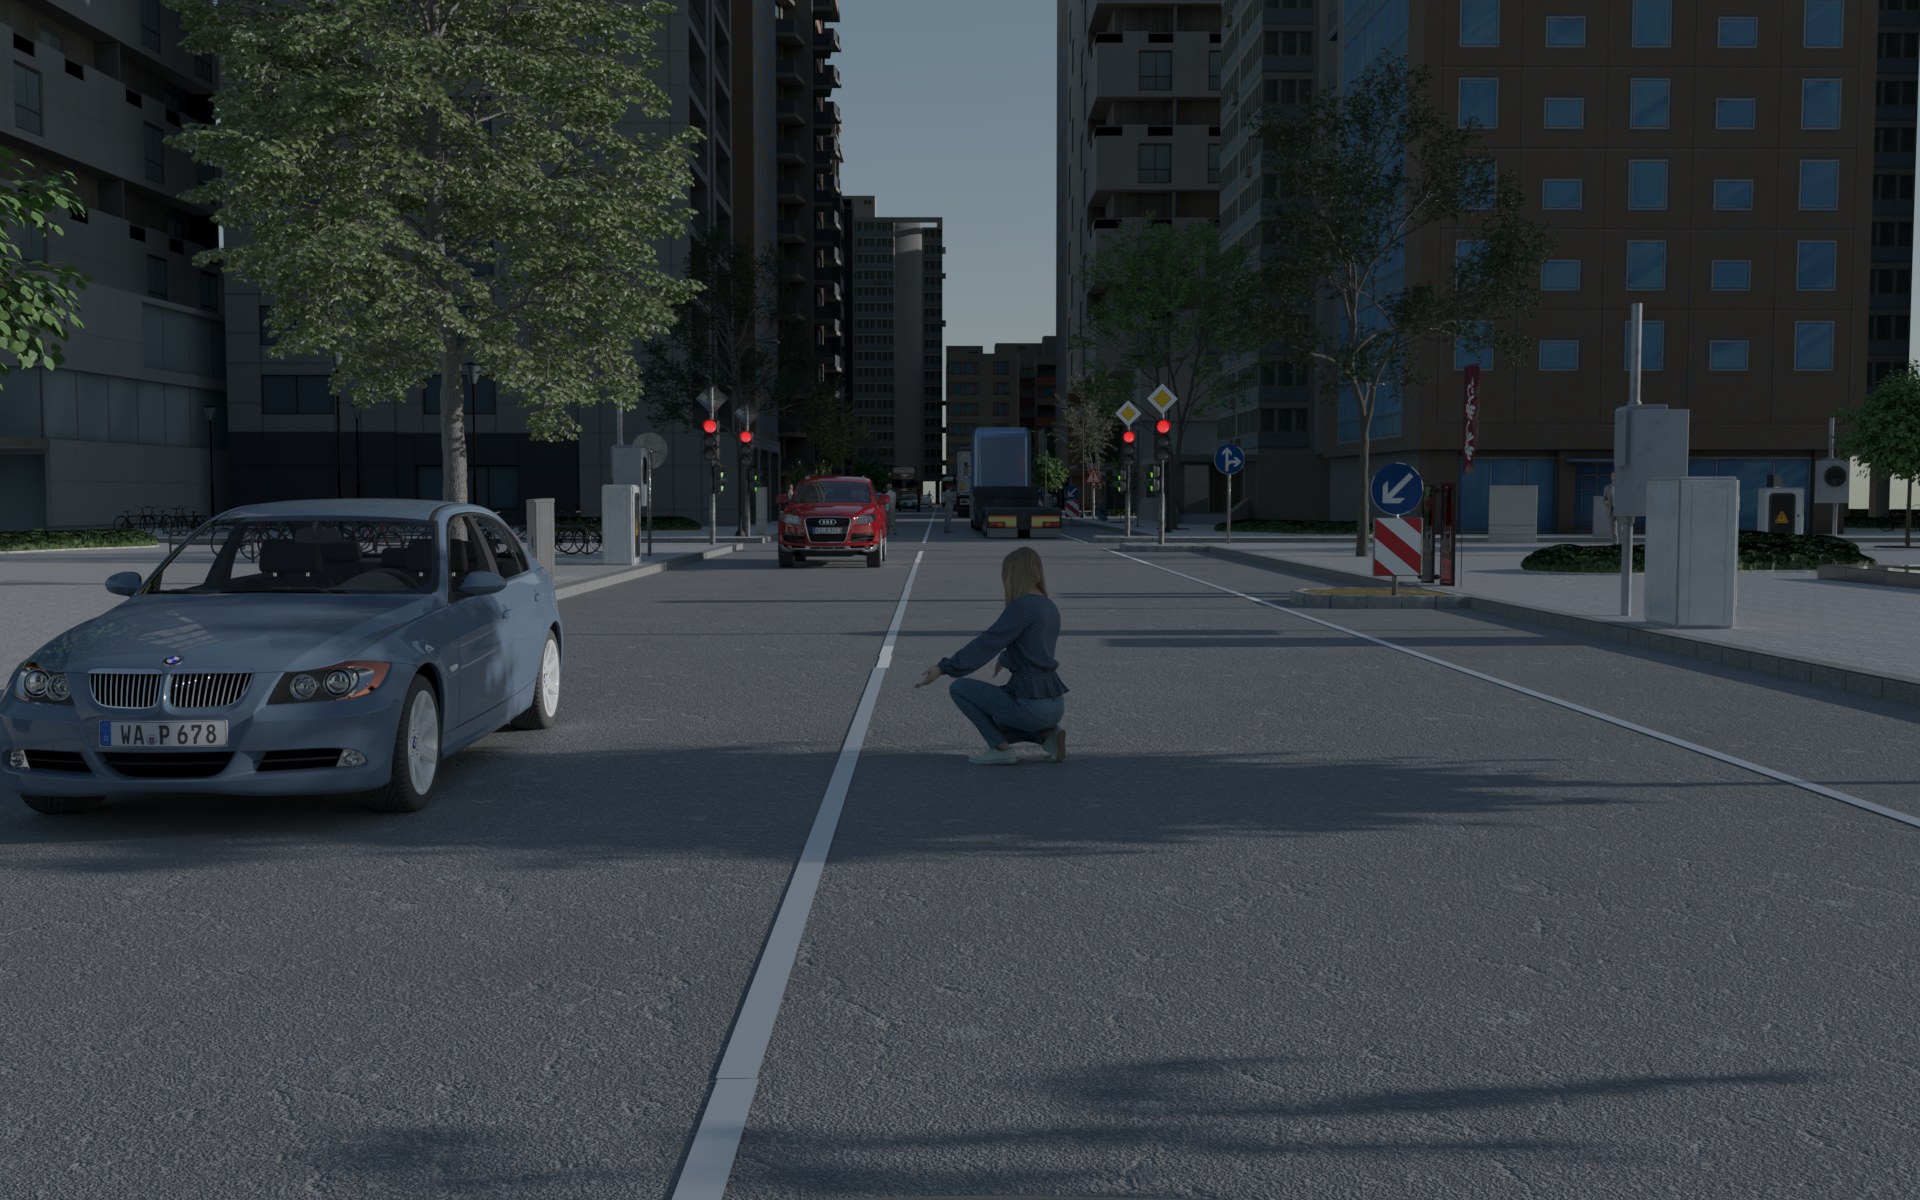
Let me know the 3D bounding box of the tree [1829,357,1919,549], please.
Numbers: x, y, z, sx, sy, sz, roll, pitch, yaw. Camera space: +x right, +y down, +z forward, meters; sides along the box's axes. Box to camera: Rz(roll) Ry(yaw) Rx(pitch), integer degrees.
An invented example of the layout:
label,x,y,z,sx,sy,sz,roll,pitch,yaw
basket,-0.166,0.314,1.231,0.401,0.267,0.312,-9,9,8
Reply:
label,x,y,z,sx,sy,sz,roll,pitch,yaw
tree,22.742,-3.521,41.275,4.285,4.588,4.351,0,3,0

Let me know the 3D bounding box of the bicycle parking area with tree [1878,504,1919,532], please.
label,x,y,z,sx,sy,sz,roll,pitch,yaw
bicycle parking area with tree,35.823,-4.243,56.383,9.016,4.147,8.231,0,4,-2

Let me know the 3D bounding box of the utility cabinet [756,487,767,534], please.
label,x,y,z,sx,sy,sz,roll,pitch,yaw
utility cabinet,-6.297,-2.824,54.856,0.318,1.500,1.173,0,4,-3

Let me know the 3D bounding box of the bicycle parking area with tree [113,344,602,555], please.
label,x,y,z,sx,sy,sz,roll,pitch,yaw
bicycle parking area with tree,-11.043,-2.952,35.261,9.016,4.147,8.231,2,4,26

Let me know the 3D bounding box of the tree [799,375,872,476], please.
label,x,y,z,sx,sy,sz,roll,pitch,yaw
tree,-7.792,-9.493,105.581,4.737,8.622,4.395,0,3,0

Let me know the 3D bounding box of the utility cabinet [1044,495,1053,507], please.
label,x,y,z,sx,sy,sz,roll,pitch,yaw
utility cabinet,5.968,-6.496,117.374,0.306,1.237,1.020,-1,4,-17

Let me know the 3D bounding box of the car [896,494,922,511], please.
label,x,y,z,sx,sy,sz,roll,pitch,yaw
car,-4.249,-8.115,144.485,2.131,1.459,4.920,0,4,-2

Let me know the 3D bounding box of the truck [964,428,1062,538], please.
label,x,y,z,sx,sy,sz,roll,pitch,yaw
truck,1.821,-4.562,64.348,2.967,4.110,18.799,0,4,-1

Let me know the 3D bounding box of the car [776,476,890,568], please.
label,x,y,z,sx,sy,sz,roll,pitch,yaw
car,-2.557,-1.638,35.450,2.281,1.827,5.304,0,4,-1

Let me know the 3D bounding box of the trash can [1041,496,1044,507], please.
label,x,y,z,sx,sy,sz,roll,pitch,yaw
trash can,6.200,-6.996,126.040,0.748,1.137,0.748,0,3,0

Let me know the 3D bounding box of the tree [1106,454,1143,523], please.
label,x,y,z,sx,sy,sz,roll,pitch,yaw
tree,7.051,-5.030,76.838,1.663,3.219,1.824,0,3,0

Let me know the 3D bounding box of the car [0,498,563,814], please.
label,x,y,z,sx,sy,sz,roll,pitch,yaw
car,-3.325,0.165,9.304,2.014,1.417,4.499,0,4,-1

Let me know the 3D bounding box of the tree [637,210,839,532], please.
label,x,y,z,sx,sy,sz,roll,pitch,yaw
tree,-7.565,-7.546,57.785,7.601,10.594,8.767,0,4,-4

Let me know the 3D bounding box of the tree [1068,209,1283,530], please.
label,x,y,z,sx,sy,sz,roll,pitch,yaw
tree,7.738,-8.361,62.460,9.928,11.665,9.643,0,3,0

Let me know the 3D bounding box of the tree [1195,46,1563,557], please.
label,x,y,z,sx,sy,sz,roll,pitch,yaw
tree,8.551,-6.180,35.454,7.601,10.594,8.767,-3,4,-38

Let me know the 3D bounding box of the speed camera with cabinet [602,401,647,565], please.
label,x,y,z,sx,sy,sz,roll,pitch,yaw
speed camera with cabinet,-6.194,-2.307,32.054,0.660,3.252,2.038,0,4,-3

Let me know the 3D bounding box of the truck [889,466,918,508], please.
label,x,y,z,sx,sy,sz,roll,pitch,yaw
truck,-5.573,-11.215,172.279,2.839,4.237,11.283,0,4,-1

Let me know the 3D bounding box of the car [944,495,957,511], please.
label,x,y,z,sx,sy,sz,roll,pitch,yaw
car,-0.148,-6.906,125.486,1.945,1.354,3.894,0,4,-1

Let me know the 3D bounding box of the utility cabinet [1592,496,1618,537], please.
label,x,y,z,sx,sy,sz,roll,pitch,yaw
utility cabinet,19.388,-2.470,51.553,1.020,1.237,0.306,1,4,17

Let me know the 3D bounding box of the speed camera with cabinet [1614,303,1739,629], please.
label,x,y,z,sx,sy,sz,roll,pitch,yaw
speed camera with cabinet,7.162,-1.409,17.366,0.660,3.252,2.038,0,4,4

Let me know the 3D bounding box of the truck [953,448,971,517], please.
label,x,y,z,sx,sy,sz,roll,pitch,yaw
truck,1.028,-7.403,109.945,2.839,4.237,11.283,0,4,-1

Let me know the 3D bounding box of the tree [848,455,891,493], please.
label,x,y,z,sx,sy,sz,roll,pitch,yaw
tree,-7.865,-9.852,144.799,4.285,4.588,4.351,0,3,0

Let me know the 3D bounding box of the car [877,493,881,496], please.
label,x,y,z,sx,sy,sz,roll,pitch,yaw
car,-5.073,-5.525,99.927,1.945,1.707,3.694,0,3,0

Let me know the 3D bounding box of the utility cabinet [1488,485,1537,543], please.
label,x,y,z,sx,sy,sz,roll,pitch,yaw
utility cabinet,14.281,-2.206,44.740,1.173,1.500,0.318,1,4,19

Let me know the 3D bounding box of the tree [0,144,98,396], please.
label,x,y,z,sx,sy,sz,roll,pitch,yaw
tree,-7.312,-1.643,10.579,4.285,4.588,4.351,0,3,0

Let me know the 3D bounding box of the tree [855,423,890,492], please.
label,x,y,z,sx,sy,sz,roll,pitch,yaw
tree,-9.103,-13.746,175.102,4.360,8.622,3.978,0,3,0

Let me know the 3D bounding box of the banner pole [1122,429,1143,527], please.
label,x,y,z,sx,sy,sz,roll,pitch,yaw
banner pole,6.656,-4.714,67.083,0.863,3.779,0.401,0,4,3

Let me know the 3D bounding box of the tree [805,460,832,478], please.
label,x,y,z,sx,sy,sz,roll,pitch,yaw
tree,-7.525,-6.265,97.038,1.663,3.219,1.824,0,3,0

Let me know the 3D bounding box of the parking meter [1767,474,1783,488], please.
label,x,y,z,sx,sy,sz,roll,pitch,yaw
parking meter,24.167,-2.795,51.408,0.399,1.863,0.255,-1,4,-16

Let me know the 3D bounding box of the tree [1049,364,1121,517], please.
label,x,y,z,sx,sy,sz,roll,pitch,yaw
tree,7.244,-8.928,96.338,4.360,8.622,3.978,0,3,0

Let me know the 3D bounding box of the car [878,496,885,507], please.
label,x,y,z,sx,sy,sz,roll,pitch,yaw
car,-4.475,-4.846,91.807,1.945,1.354,3.894,0,4,-2

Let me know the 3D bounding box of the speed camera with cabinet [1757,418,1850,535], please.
label,x,y,z,sx,sy,sz,roll,pitch,yaw
speed camera with cabinet,21.839,-3.089,44.844,2.038,3.252,0.660,1,4,11

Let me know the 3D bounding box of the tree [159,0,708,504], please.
label,x,y,z,sx,sy,sz,roll,pitch,yaw
tree,-7.681,-6.514,24.624,7.486,12.596,7.792,0,3,0

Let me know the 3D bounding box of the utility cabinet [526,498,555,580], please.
label,x,y,z,sx,sy,sz,roll,pitch,yaw
utility cabinet,-6.375,-0.925,26.291,0.306,1.237,1.020,-1,4,-21

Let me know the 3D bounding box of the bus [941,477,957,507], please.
label,x,y,z,sx,sy,sz,roll,pitch,yaw
bus,-0.742,-12.307,196.073,2.948,3.499,13.247,0,4,1

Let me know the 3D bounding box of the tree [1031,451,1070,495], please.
label,x,y,z,sx,sy,sz,roll,pitch,yaw
tree,6.565,-8.984,130.604,4.285,4.588,4.351,0,3,0

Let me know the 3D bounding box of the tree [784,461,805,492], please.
label,x,y,z,sx,sy,sz,roll,pitch,yaw
tree,-9.357,-6.449,100.047,1.663,3.219,1.824,0,3,0

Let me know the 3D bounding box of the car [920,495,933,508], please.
label,x,y,z,sx,sy,sz,roll,pitch,yaw
car,-3.944,-10.624,186.068,2.083,1.381,4.827,0,3,0

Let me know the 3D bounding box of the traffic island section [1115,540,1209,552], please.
label,x,y,z,sx,sy,sz,roll,pitch,yaw
traffic island section,5.141,-1.333,44.081,2.009,0.180,2.903,0,4,-1

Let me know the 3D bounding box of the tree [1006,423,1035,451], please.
label,x,y,z,sx,sy,sz,roll,pitch,yaw
tree,5.528,-13.621,173.062,4.360,8.622,3.978,0,3,0

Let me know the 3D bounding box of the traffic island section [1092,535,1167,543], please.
label,x,y,z,sx,sy,sz,roll,pitch,yaw
traffic island section,5.054,-1.822,52.066,2.009,0.180,2.903,0,4,-1
